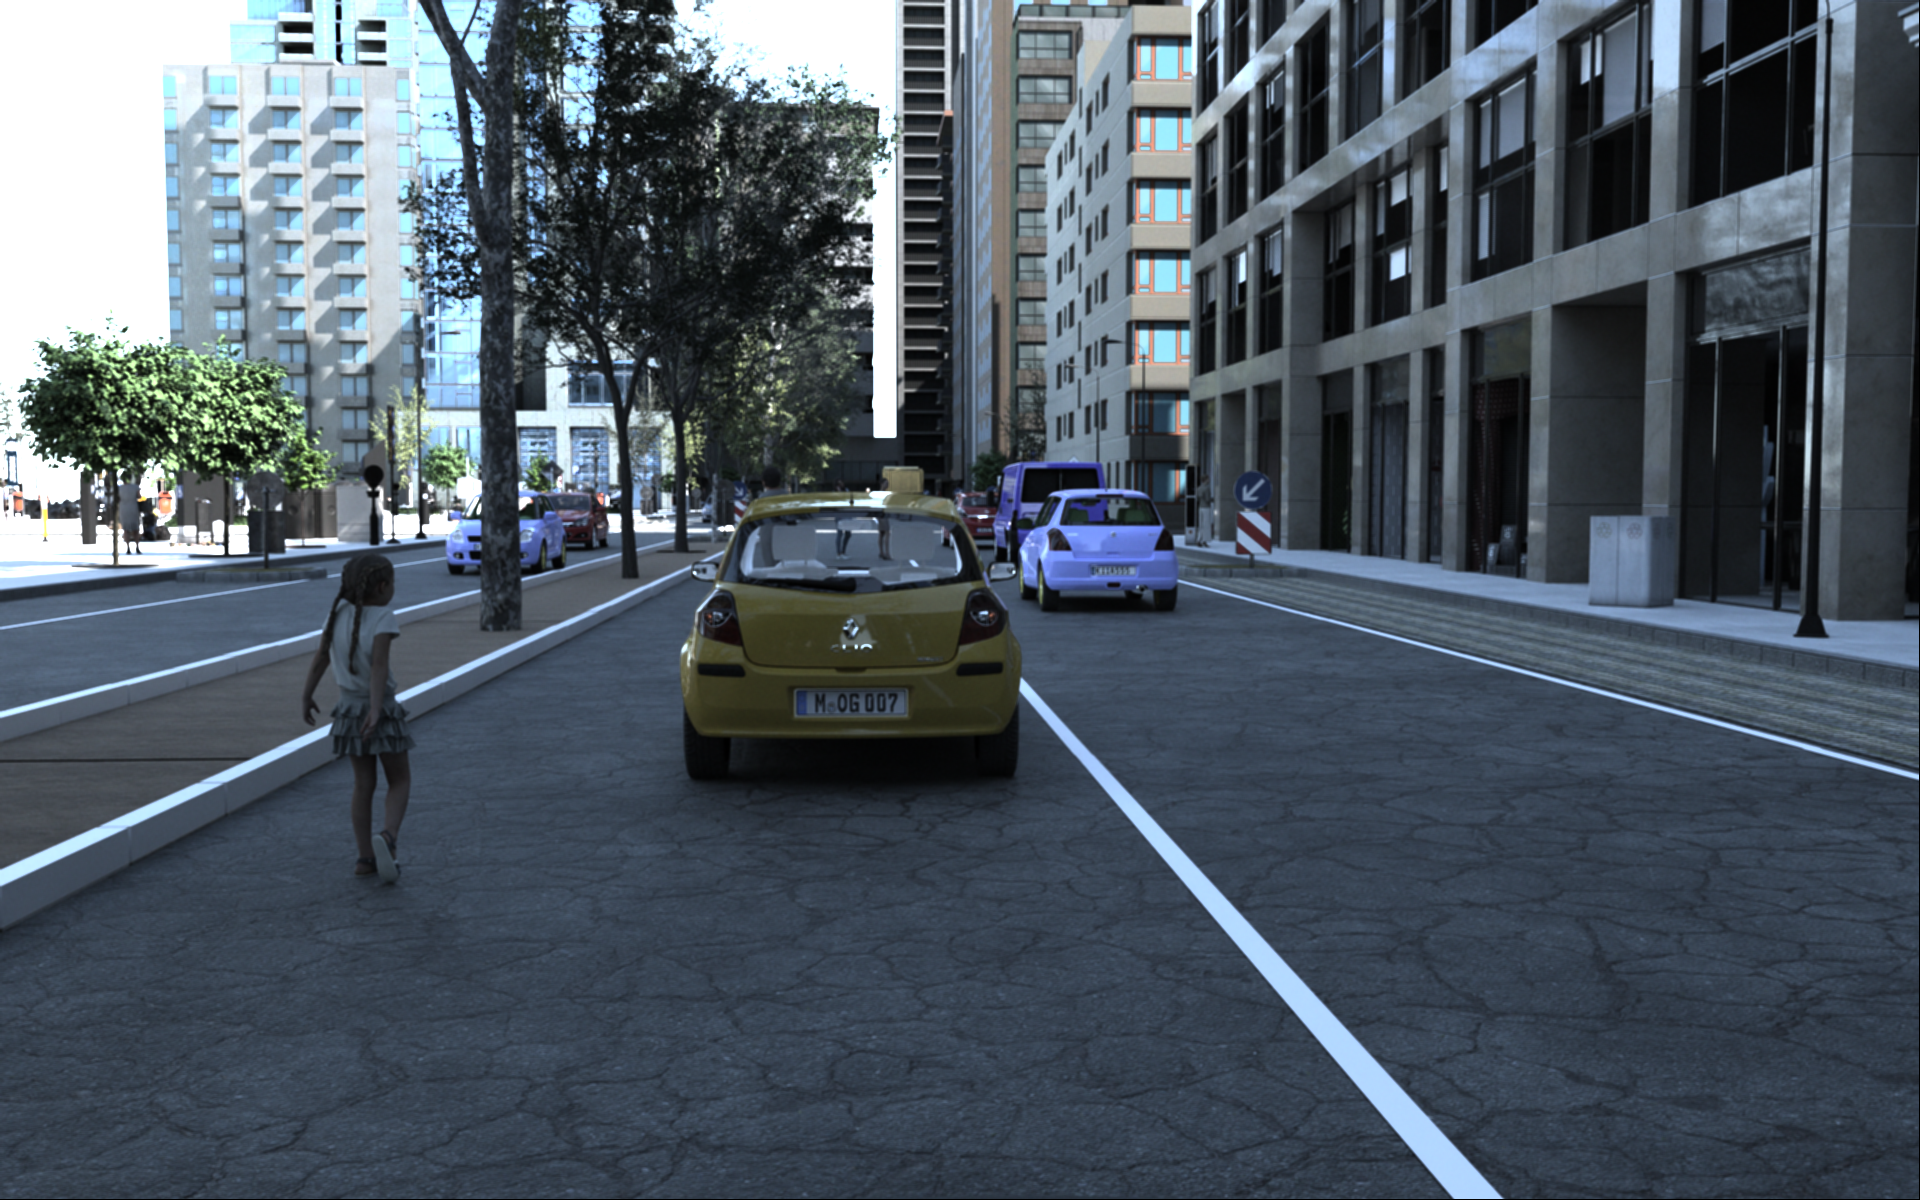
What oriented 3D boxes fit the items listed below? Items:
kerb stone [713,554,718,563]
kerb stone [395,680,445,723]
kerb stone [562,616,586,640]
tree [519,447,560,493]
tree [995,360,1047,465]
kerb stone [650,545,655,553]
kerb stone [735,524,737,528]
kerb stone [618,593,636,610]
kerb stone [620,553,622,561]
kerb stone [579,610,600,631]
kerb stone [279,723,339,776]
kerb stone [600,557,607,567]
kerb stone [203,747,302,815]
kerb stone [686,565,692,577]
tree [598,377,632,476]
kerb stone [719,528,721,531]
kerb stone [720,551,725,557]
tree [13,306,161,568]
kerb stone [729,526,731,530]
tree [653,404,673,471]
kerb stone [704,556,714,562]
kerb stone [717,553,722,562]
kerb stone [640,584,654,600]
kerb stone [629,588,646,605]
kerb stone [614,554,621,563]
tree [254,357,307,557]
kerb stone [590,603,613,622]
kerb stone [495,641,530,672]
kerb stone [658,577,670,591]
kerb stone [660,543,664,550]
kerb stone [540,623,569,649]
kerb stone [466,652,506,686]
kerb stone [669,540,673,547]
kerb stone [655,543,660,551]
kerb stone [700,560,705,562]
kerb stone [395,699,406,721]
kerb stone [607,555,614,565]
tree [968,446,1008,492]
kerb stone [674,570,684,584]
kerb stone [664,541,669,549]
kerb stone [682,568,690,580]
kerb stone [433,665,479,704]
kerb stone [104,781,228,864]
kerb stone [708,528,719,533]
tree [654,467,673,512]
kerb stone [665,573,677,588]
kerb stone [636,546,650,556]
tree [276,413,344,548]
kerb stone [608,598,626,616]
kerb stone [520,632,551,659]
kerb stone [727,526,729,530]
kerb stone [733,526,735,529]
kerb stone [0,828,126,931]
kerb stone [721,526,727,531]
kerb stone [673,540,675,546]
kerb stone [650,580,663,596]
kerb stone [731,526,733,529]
[{"bbox_3d":[-5.019,-0.773,34.853,0.120,0.150,1.000,0,4,-4],"label":"kerb stone"},{"bbox_3d":[-3.550,0.668,11.283,0.120,0.150,1.000,0,4,-4],"label":"kerb stone"},{"bbox_3d":[-3.928,0.296,17.429,0.120,0.150,1.000,0,4,-4],"label":"kerb stone"},{"bbox_3d":[-17.078,-4.612,70.000,1.663,3.219,1.824,0,3,0],"label":"tree"},{"bbox_3d":[4.123,-8.693,92.493,4.360,8.622,3.978,0,3,0],"label":"tree"},{"bbox_3d":[-7.552,-1.200,41.875,0.120,0.150,1.000,0,4,-4],"label":"kerb stone"},{"bbox_3d":[-9.366,-2.989,71.068,0.120,0.150,1.000,0,4,-4],"label":"kerb stone"},{"bbox_3d":[-4.189,0.044,21.543,0.120,0.150,1.000,0,4,-4],"label":"kerb stone"},{"bbox_3d":[-7.240,-0.891,36.763,0.120,0.150,1.000,0,4,-4],"label":"kerb stone"},{"bbox_3d":[-3.994,0.237,18.449,0.120,0.150,1.000,0,4,-4],"label":"kerb stone"},{"bbox_3d":[-3.425,0.793,9.233,0.120,0.150,1.000,0,4,-4],"label":"kerb stone"},{"bbox_3d":[-7.047,-0.704,33.698,0.120,0.150,1.000,0,4,-4],"label":"kerb stone"},{"bbox_3d":[-3.357,0.855,8.214,0.120,0.150,1.000,0,4,-4],"label":"kerb stone"},{"bbox_3d":[-4.692,-0.457,29.737,0.120,0.150,1.000,0,4,-4],"label":"kerb stone"},{"bbox_3d":[-19.049,-9.340,103.070,4.360,8.622,3.978,0,3,0],"label":"tree"},{"bbox_3d":[-8.856,-2.488,62.873,0.120,0.150,1.000,0,4,-4],"label":"kerb stone"},{"bbox_3d":[-5.144,-0.899,36.895,0.120,0.150,1.000,0,4,-4],"label":"kerb stone"},{"bbox_3d":[-14.851,-2.852,30.350,4.285,4.588,4.351,0,3,0],"label":"tree"},{"bbox_3d":[-9.177,-2.801,67.989,0.120,0.150,1.000,0,4,-4],"label":"kerb stone"},{"bbox_3d":[-20.642,-10.977,129.839,4.737,8.622,4.395,0,3,0],"label":"tree"},{"bbox_3d":[-4.950,-0.708,33.833,0.120,0.150,1.000,0,4,-4],"label":"kerb stone"},{"bbox_3d":[-5.077,-0.833,35.875,0.120,0.150,1.000,0,4,-4],"label":"kerb stone"},{"bbox_3d":[-4.322,-0.085,23.592,0.120,0.150,1.000,0,4,-4],"label":"kerb stone"},{"bbox_3d":[-4.251,-0.022,22.563,0.120,0.150,1.000,0,4,-4],"label":"kerb stone"},{"bbox_3d":[-7.178,-0.824,35.738,0.120,0.150,1.000,0,4,-4],"label":"kerb stone"},{"bbox_3d":[-15.039,-3.158,35.353,4.285,4.588,4.351,0,3,0],"label":"tree"},{"bbox_3d":[-4.062,0.165,19.497,0.120,0.150,1.000,0,4,-4],"label":"kerb stone"},{"bbox_3d":[-3.742,0.480,14.355,0.120,0.150,1.000,0,4,-4],"label":"kerb stone"},{"bbox_3d":[-4.445,-0.211,25.647,0.120,0.150,1.000,0,4,-4],"label":"kerb stone"},{"bbox_3d":[-7.678,-1.326,43.921,0.120,0.150,1.000,0,4,-4],"label":"kerb stone"},{"bbox_3d":[-3.870,0.354,16.404,0.120,0.150,1.000,0,4,-4],"label":"kerb stone"},{"bbox_3d":[-3.676,0.542,13.330,0.120,0.150,1.000,0,4,-4],"label":"kerb stone"},{"bbox_3d":[-7.804,-1.450,45.961,0.120,0.150,1.000,0,4,-4],"label":"kerb stone"},{"bbox_3d":[-7.618,-1.266,42.895,0.120,0.150,1.000,0,4,-4],"label":"kerb stone"},{"bbox_3d":[-4.821,-0.587,31.785,0.120,0.150,1.000,0,4,-4],"label":"kerb stone"},{"bbox_3d":[-3.491,0.735,10.259,0.120,0.150,1.000,0,4,-4],"label":"kerb stone"},{"bbox_3d":[-7.107,-0.760,34.719,0.120,0.150,1.000,0,4,-4],"label":"kerb stone"},{"bbox_3d":[2.185,-8.109,116.294,4.285,4.588,4.351,0,3,0],"label":"tree"},{"bbox_3d":[-4.565,-0.336,27.693,0.120,0.150,1.000,0,4,-4],"label":"kerb stone"},{"bbox_3d":[-7.744,-1.391,44.941,0.120,0.150,1.000,0,4,-4],"label":"kerb stone"},{"bbox_3d":[-4.635,-0.399,28.713,0.120,0.150,1.000,0,4,-4],"label":"kerb stone"},{"bbox_3d":[-3.608,0.605,12.310,0.120,0.150,1.000,0,4,-4],"label":"kerb stone"},{"bbox_3d":[-3.296,0.919,7.194,0.120,0.150,1.000,0,4,-4],"label":"kerb stone"},{"bbox_3d":[-8.798,-2.425,61.840,0.120,0.150,1.000,0,4,-4],"label":"kerb stone"},{"bbox_3d":[-21.167,-8.028,125.854,1.663,3.219,1.824,0,3,0],"label":"tree"},{"bbox_3d":[-4.507,-0.274,26.672,0.120,0.150,1.000,0,4,-4],"label":"kerb stone"},{"bbox_3d":[-7.487,-1.141,40.855,0.120,0.150,1.000,0,4,-4],"label":"kerb stone"},{"bbox_3d":[-15.672,-2.854,41.260,1.663,3.219,1.824,0,3,0],"label":"tree"},{"bbox_3d":[-4.121,0.107,20.523,0.120,0.150,1.000,0,4,-4],"label":"kerb stone"},{"bbox_3d":[-3.806,0.418,15.376,0.120,0.150,1.000,0,4,-4],"label":"kerb stone"},{"bbox_3d":[-9.109,-2.738,66.969,0.120,0.150,1.000,0,4,-4],"label":"kerb stone"},{"bbox_3d":[-9.304,-2.926,70.030,0.120,0.150,1.000,0,4,-4],"label":"kerb stone"},{"bbox_3d":[-3.229,0.980,6.167,0.120,0.150,1.000,0,4,-4],"label":"kerb stone"},{"bbox_3d":[-9.048,-2.674,65.949,0.120,0.150,1.000,0,4,-4],"label":"kerb stone"},{"bbox_3d":[-7.875,-1.516,46.980,0.120,0.150,1.000,0,4,-4],"label":"kerb stone"},{"bbox_3d":[-4.371,-0.148,24.620,0.120,0.150,1.000,0,4,-4],"label":"kerb stone"},{"bbox_3d":[-9.239,-2.863,69.009,0.120,0.150,1.000,0,4,-4],"label":"kerb stone"}]
